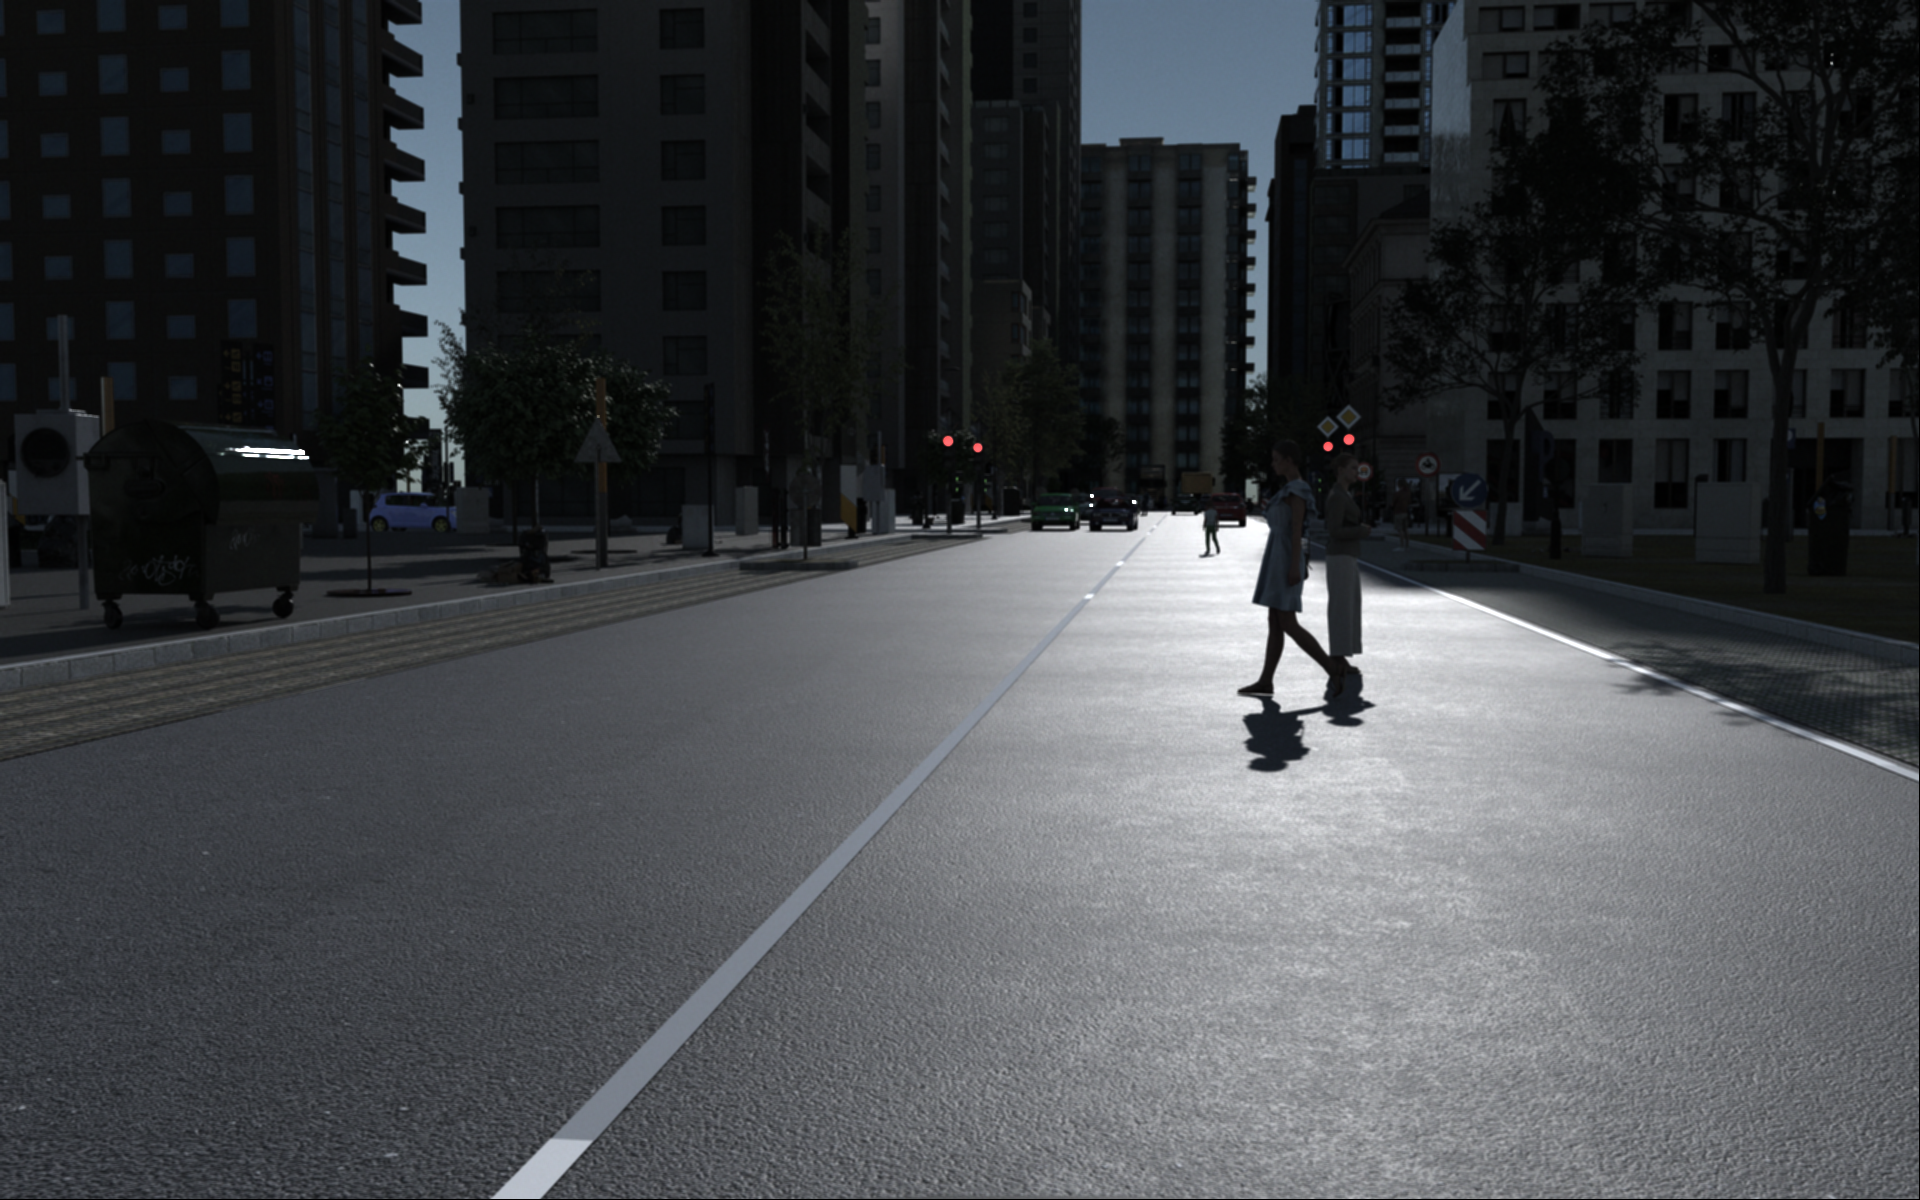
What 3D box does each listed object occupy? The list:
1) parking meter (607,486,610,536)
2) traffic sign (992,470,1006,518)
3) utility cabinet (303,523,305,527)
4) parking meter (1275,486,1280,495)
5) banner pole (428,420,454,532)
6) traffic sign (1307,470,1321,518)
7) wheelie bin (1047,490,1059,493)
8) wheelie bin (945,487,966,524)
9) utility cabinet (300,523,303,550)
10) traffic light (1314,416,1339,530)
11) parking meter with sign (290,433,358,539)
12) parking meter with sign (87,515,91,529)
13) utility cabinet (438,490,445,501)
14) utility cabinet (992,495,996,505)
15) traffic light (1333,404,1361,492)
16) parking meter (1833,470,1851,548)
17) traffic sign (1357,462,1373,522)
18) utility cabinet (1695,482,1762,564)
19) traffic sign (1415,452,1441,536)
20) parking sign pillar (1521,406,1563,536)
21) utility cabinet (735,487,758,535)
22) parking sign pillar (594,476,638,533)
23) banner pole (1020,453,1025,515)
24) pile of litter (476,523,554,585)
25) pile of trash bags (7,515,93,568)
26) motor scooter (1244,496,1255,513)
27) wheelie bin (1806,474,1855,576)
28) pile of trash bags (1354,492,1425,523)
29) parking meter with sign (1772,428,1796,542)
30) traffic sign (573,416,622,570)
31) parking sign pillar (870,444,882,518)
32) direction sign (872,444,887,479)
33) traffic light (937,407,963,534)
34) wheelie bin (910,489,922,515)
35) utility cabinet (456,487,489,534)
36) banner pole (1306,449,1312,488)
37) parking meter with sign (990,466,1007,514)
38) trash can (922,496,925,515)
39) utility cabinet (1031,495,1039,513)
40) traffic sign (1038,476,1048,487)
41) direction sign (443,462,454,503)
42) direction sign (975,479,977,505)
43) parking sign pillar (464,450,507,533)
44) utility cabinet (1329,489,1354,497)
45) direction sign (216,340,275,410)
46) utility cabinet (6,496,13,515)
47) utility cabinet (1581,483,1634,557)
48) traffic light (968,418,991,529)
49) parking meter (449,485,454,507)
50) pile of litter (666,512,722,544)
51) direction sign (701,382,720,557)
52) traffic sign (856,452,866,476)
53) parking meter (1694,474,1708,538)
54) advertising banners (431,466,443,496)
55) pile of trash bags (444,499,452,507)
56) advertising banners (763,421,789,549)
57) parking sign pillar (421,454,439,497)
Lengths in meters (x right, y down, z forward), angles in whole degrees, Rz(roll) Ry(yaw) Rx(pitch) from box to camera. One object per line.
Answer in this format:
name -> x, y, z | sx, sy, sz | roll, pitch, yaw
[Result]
parking meter -> -10.922, -2.732, 53.077 | 0.372, 1.533, 0.369 | 0, 3, 0
traffic sign -> 2.080, -5.670, 92.805 | 0.768, 2.556, 0.104 | 1, 4, 9
utility cabinet -> -25.717, -3.435, 67.323 | 0.306, 1.237, 1.020 | -2, 4, -29
parking meter -> 24.427, -7.805, 133.321 | 0.399, 1.863, 0.255 | -3, 5, -40
banner pole -> -17.568, -4.191, 58.542 | 0.863, 3.779, 0.401 | 0, 4, 1
traffic sign -> 18.945, -5.654, 92.543 | 0.768, 2.556, 0.104 | 1, 4, 9
wheelie bin -> 7.300, -7.610, 132.337 | 0.980, 1.594, 0.693 | 0, 4, 3
wheelie bin -> -0.175, -4.054, 74.197 | 0.980, 1.594, 0.693 | 1, 4, 19
utility cabinet -> -15.497, -1.862, 39.127 | 1.173, 1.500, 0.318 | -3, 5, -43
traffic light -> 13.165, -4.481, 62.190 | 0.839, 4.253, 0.868 | 0, 4, 7
parking meter with sign -> -18.326, -3.283, 49.944 | 1.738, 3.016, 0.543 | -1, 4, -10
parking meter with sign -> -23.529, -3.191, 48.440 | 1.738, 3.016, 0.543 | -3, 5, -43
utility cabinet -> -25.249, -4.625, 84.290 | 0.318, 1.500, 1.173 | -1, 4, -17
utility cabinet -> 2.427, -7.640, 136.080 | 0.306, 1.237, 1.020 | 3, 4, 39
traffic light -> 12.131, -3.997, 54.271 | 0.839, 4.253, 0.868 | 0, 4, 7
parking meter -> 21.137, -2.194, 41.590 | 0.399, 1.863, 0.255 | 1, 4, 15
traffic sign -> 16.054, -4.206, 68.871 | 0.768, 2.556, 0.104 | 1, 4, 12
utility cabinet -> 14.109, -1.414, 31.802 | 0.318, 1.500, 1.173 | -2, 4, -27
traffic sign -> 14.251, -3.223, 52.810 | 0.768, 2.556, 0.104 | 1, 4, 12
parking sign pillar -> 17.796, -3.958, 53.183 | 1.447, 3.967, 1.447 | 3, 5, 42
utility cabinet -> -6.633, -2.761, 53.821 | 0.318, 1.500, 1.173 | 1, 4, 14
parking sign pillar -> -11.395, -4.206, 57.247 | 1.447, 3.967, 1.447 | 1, 4, 23
banner pole -> 3.783, -7.120, 106.429 | 0.401, 3.779, 0.863 | 1, 4, 13
pile of litter -> -6.450, -0.686, 25.176 | 1.176, 0.858, 1.719 | 0, 4, -1
pile of trash bags -> -17.129, -1.273, 30.562 | 3.447, 1.369, 1.912 | -1, 4, -10
motor scooter -> 21.396, -7.045, 127.955 | 0.815, 1.314, 1.986 | 0, 4, 6
wheelie bin -> 13.713, -1.186, 27.301 | 0.693, 1.594, 0.980 | 2, 4, 27
pile of trash bags -> 19.229, -4.107, 76.895 | 3.447, 1.369, 1.912 | 1, 4, 10
parking meter with sign -> 22.225, -3.082, 46.659 | 0.543, 3.016, 1.738 | 2, 4, 29
traffic sign -> -6.082, -1.775, 29.028 | 0.884, 2.594, 0.081 | 1, 4, 16
parking sign pillar -> -4.823, -6.485, 94.506 | 1.447, 3.967, 1.447 | 1, 4, 17
direction sign -> -3.773, -5.535, 82.495 | 0.379, 3.537, 0.876 | 1, 4, 9
traffic light -> -0.327, -4.095, 55.876 | 0.839, 4.253, 0.868 | 0, 4, 7
wheelie bin -> -2.540, -5.714, 101.325 | 0.693, 1.594, 0.980 | -1, 4, -8
utility cabinet -> -15.545, -2.851, 55.286 | 0.318, 1.500, 1.173 | 2, 4, 27
banner pole -> 19.371, -6.492, 96.156 | 0.401, 3.779, 0.863 | 2, 4, 33
parking meter with sign -> 2.636, -6.939, 109.712 | 0.543, 3.016, 1.738 | 2, 4, 35
trash can -> -2.369, -5.658, 104.166 | 0.748, 1.137, 0.748 | 0, 3, 0
utility cabinet -> 4.955, -6.315, 114.411 | 0.306, 1.237, 1.020 | -1, 4, -14
traffic sign -> 5.737, -7.329, 119.932 | 0.768, 2.556, 0.104 | 1, 4, 13
direction sign -> -36.250, -8.004, 122.855 | 0.876, 3.537, 0.379 | 1, 4, 23
direction sign -> 1.283, -8.937, 138.114 | 0.379, 3.537, 0.876 | 0, 4, 6
parking sign pillar -> -15.837, -4.229, 57.621 | 1.447, 3.967, 1.447 | 2, 4, 32
utility cabinet -> 17.994, -4.469, 81.745 | 1.173, 1.500, 0.318 | 3, 5, 41
direction sign -> -10.596, -2.071, 25.855 | 0.379, 3.537, 0.876 | 2, 4, 33
utility cabinet -> -32.284, -2.901, 58.598 | 0.306, 1.237, 1.020 | -3, 4, -38
utility cabinet -> 13.135, -1.620, 35.168 | 0.318, 1.500, 1.173 | -1, 4, -20
traffic light -> 0.707, -4.579, 63.794 | 0.839, 4.253, 0.868 | 0, 4, 7
parking meter -> -33.000, -6.534, 112.541 | 0.255, 1.863, 0.399 | 0, 4, 1
pile of litter -> -6.901, -1.893, 44.917 | 1.719, 0.858, 1.176 | -2, 4, -35
direction sign -> -5.144, -2.668, 35.616 | 0.379, 3.537, 0.876 | -1, 4, -20
traffic sign -> -3.197, -3.160, 51.780 | 0.768, 2.556, 0.104 | 1, 4, 17
parking meter -> 21.697, -2.753, 50.723 | 0.255, 1.863, 0.399 | 3, 5, 43
advertising banners -> -32.638, -6.814, 107.591 | 2.074, 3.025, 0.090 | 3, 5, 43
pile of trash bags -> -27.677, -4.913, 90.080 | 1.912, 1.369, 3.447 | 1, 4, 9
advertising banners -> -4.377, -2.744, 41.056 | 0.090, 3.025, 2.074 | -1, 4, -21
parking sign pillar -> -35.053, -7.734, 114.928 | 1.447, 3.967, 1.447 | 1, 4, 18
